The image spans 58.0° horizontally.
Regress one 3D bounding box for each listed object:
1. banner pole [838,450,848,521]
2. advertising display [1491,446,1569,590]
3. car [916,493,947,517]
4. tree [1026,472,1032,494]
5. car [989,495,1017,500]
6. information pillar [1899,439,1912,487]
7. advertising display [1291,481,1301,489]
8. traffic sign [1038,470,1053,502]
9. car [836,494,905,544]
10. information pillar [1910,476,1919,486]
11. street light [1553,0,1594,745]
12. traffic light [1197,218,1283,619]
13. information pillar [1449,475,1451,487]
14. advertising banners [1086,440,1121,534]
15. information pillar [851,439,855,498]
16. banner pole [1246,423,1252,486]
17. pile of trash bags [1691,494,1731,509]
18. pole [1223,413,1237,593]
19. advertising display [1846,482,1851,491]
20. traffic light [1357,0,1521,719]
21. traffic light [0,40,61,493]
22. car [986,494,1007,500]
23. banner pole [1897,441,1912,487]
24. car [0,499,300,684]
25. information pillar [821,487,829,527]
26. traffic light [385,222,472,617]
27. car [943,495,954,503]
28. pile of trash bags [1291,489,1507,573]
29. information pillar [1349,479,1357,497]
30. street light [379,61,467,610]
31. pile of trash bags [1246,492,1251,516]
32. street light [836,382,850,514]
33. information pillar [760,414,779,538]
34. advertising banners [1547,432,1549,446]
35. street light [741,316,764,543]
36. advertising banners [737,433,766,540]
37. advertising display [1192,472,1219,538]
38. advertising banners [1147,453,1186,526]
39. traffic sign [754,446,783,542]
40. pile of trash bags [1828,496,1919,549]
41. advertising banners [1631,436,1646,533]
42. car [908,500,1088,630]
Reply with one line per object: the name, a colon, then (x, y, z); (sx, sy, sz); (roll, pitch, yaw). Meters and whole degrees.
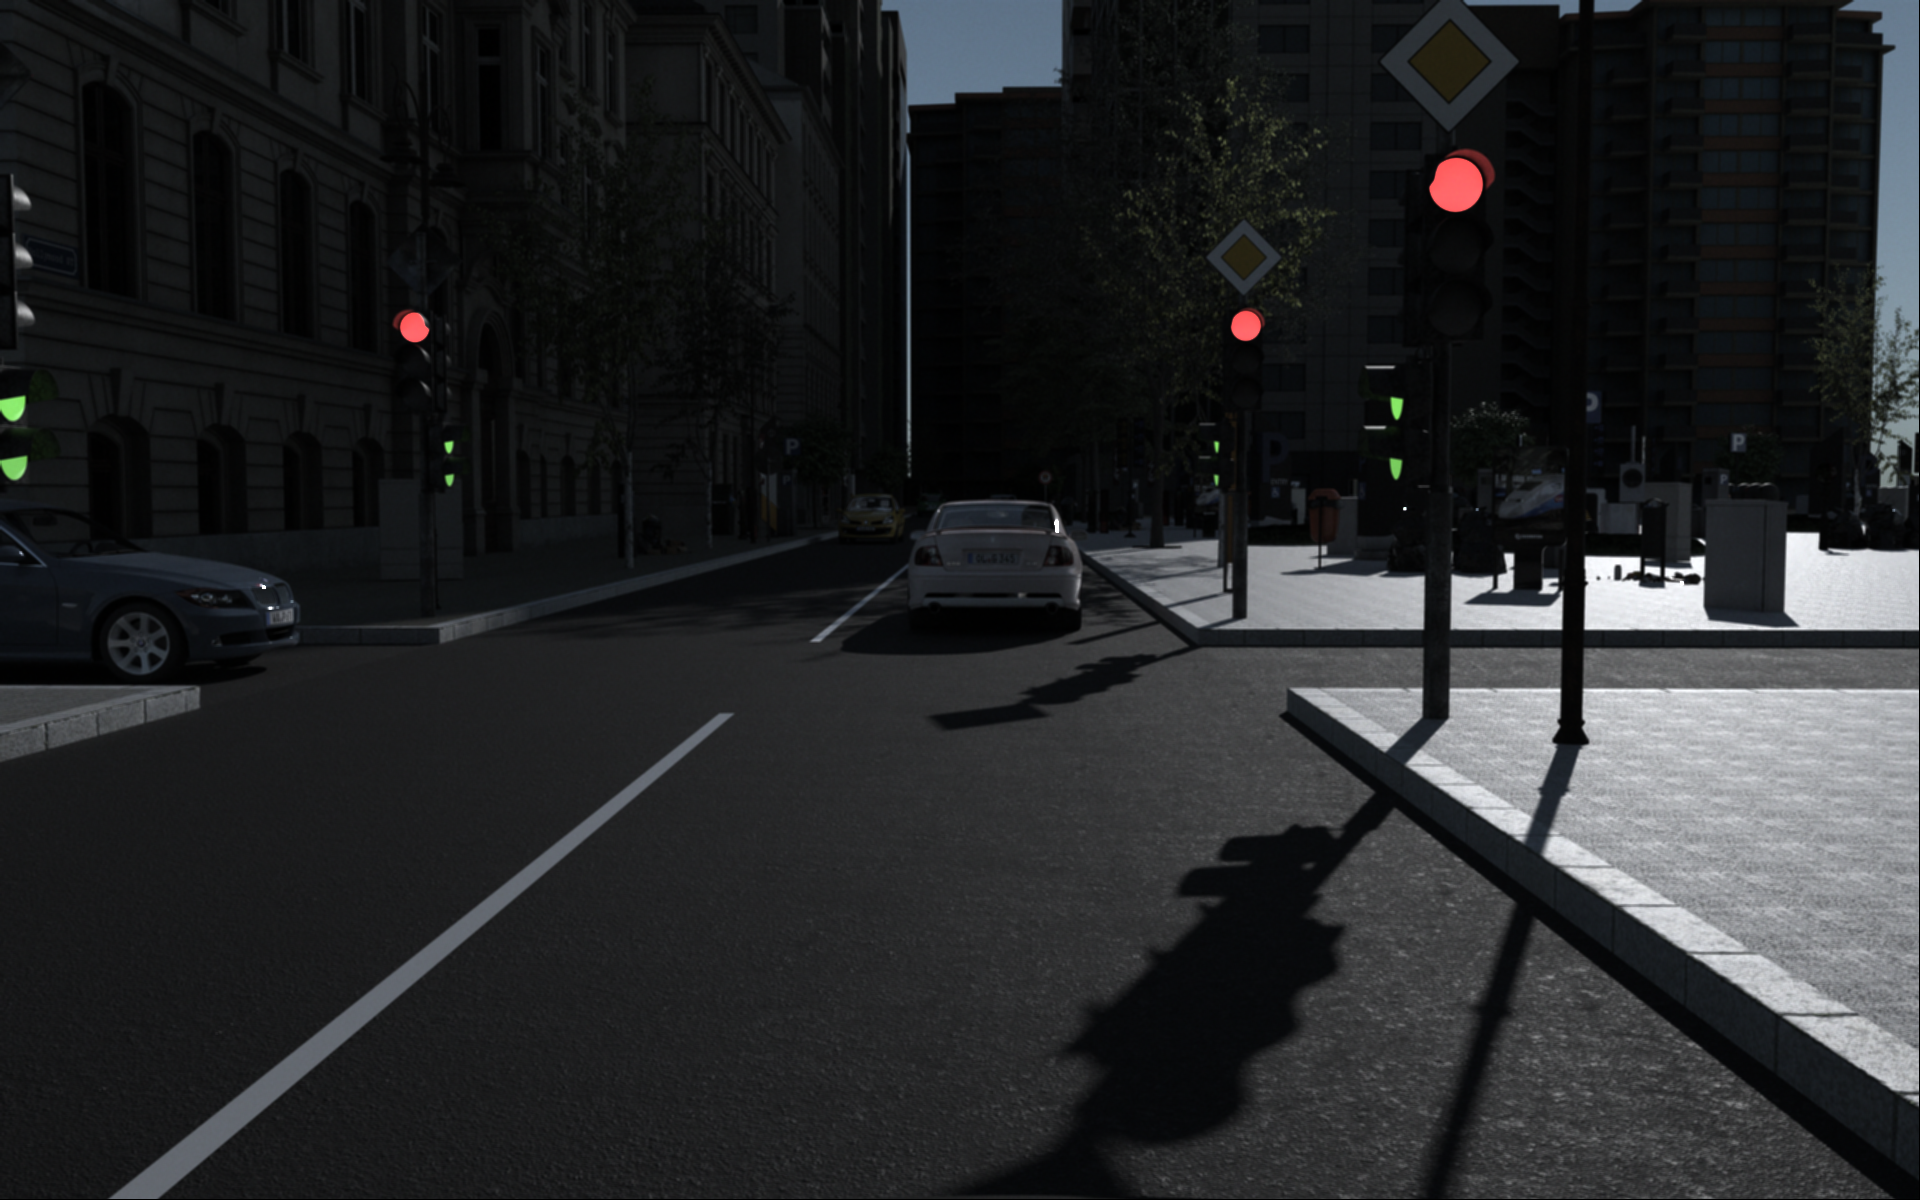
banner pole: (-5.184, -5.263, 76.063); (0.401, 3.779, 0.863); (3, 4, 36)
advertising display: (7.661, -1.106, 23.301); (0.974, 1.923, 0.123); (2, 4, 27)
car: (-1.829, -6.269, 111.294); (1.959, 1.807, 4.718); (0, 4, 1)
tree: (6.131, -9.526, 150.358); (1.663, 3.219, 1.824); (0, 3, 0)
car: (2.126, -4.497, 85.520); (2.014, 1.417, 4.499); (0, 4, 2)
information pillar: (40.349, -5.053, 73.973); (0.504, 3.616, 0.183); (1, 4, 20)
advertising display: (15.995, -4.801, 83.707); (0.974, 1.923, 0.123); (-1, 4, -17)
traffic sign: (4.600, -5.699, 93.288); (0.768, 2.556, 0.104); (0, 4, 7)
car: (-2.579, -2.489, 50.923); (2.015, 1.641, 3.980); (0, 4, 2)
information pillar: (38.085, -3.949, 69.053); (0.304, 2.012, 0.304); (-1, 4, -11)
street light: (3.158, -2.201, 8.775); (0.468, 5.910, 1.993); (0, 4, 1)
traffic light: (2.875, -1.767, 17.808); (0.839, 4.253, 0.868); (0, 4, 1)
information pillar: (18.546, -3.767, 66.077); (0.304, 2.012, 0.304); (0, 4, 8)
advertising banners: (4.700, -3.689, 56.509); (0.090, 3.025, 2.074); (-2, 4, -28)
information pillar: (-4.552, -5.034, 73.661); (0.183, 3.616, 0.504); (0, 4, 8)
banner pole: (10.132, -4.296, 60.256); (0.863, 3.779, 0.401); (1, 4, 22)
pile of trash bags: (23.626, -2.804, 55.603); (3.447, 1.369, 1.912); (-2, 4, -35)
pole: (3.526, -1.753, 22.508); (0.158, 3.312, 0.155); (0, 3, 0)
advertising display: (45.776, -5.192, 90.110); (0.974, 1.923, 0.123); (1, 4, 14)
traffic light: (2.712, -1.279, 9.825); (0.839, 4.253, 0.868); (0, 4, 1)
traffic light: (-5.698, -1.288, 9.980); (0.839, 4.253, 0.868); (0, 4, 1)
car: (2.940, -7.516, 131.675); (1.959, 1.807, 4.718); (0, 4, 0)
banner pole: (44.265, -5.586, 81.342); (0.863, 3.779, 0.401); (0, 4, -1)
car: (-7.660, -0.117, 13.917); (4.499, 1.417, 2.014); (0, 4, 2)
information pillar: (-5.237, -3.833, 67.169); (0.304, 2.012, 0.304); (-1, 4, -13)
traffic light: (-5.535, -1.776, 17.964); (0.839, 4.253, 0.868); (0, 4, 1)
car: (-1.463, -7.700, 138.483); (1.945, 1.354, 3.894); (0, 4, 2)
pile of trash bags: (7.536, -1.194, 29.267); (3.447, 1.369, 1.912); (2, 4, 26)
information pillar: (19.519, -4.989, 86.057); (0.304, 2.012, 0.304); (-3, 5, -43)
street light: (-5.878, -2.835, 19.133); (0.468, 5.910, 1.993); (0, 4, 1)
pile of trash bags: (12.093, -3.349, 64.508); (3.447, 1.369, 1.912); (2, 4, 31)
street light: (-4.857, -6.053, 71.755); (0.468, 5.910, 1.993); (0, 4, 1)
information pillar: (-5.617, -3.643, 50.920); (0.504, 3.616, 0.183); (-2, 4, -27)
advertising banners: (16.790, -3.268, 49.622); (0.090, 3.025, 2.074); (1, 4, 17)
street light: (-5.392, -4.416, 44.983); (0.468, 5.910, 1.993); (0, 4, 1)
advertising banners: (-5.892, -3.243, 49.214); (0.090, 3.025, 2.074); (1, 4, 15)
advertising display: (7.342, -2.804, 51.062); (0.974, 1.923, 0.123); (-1, 4, -8)
advertising banners: (8.294, -4.512, 69.952); (0.090, 3.025, 2.074); (-3, 5, -44)
traffic sign: (-5.118, -2.821, 46.236); (0.768, 2.556, 0.104); (0, 4, 4)
pile of trash bags: (22.498, -1.924, 41.208); (3.447, 1.369, 1.912); (-1, 4, -17)
advertising banners: (20.257, -3.398, 51.745); (0.090, 3.025, 2.074); (2, 4, 32)
car: (0.429, -0.449, 19.704); (2.083, 1.381, 4.827); (0, 4, 2)
